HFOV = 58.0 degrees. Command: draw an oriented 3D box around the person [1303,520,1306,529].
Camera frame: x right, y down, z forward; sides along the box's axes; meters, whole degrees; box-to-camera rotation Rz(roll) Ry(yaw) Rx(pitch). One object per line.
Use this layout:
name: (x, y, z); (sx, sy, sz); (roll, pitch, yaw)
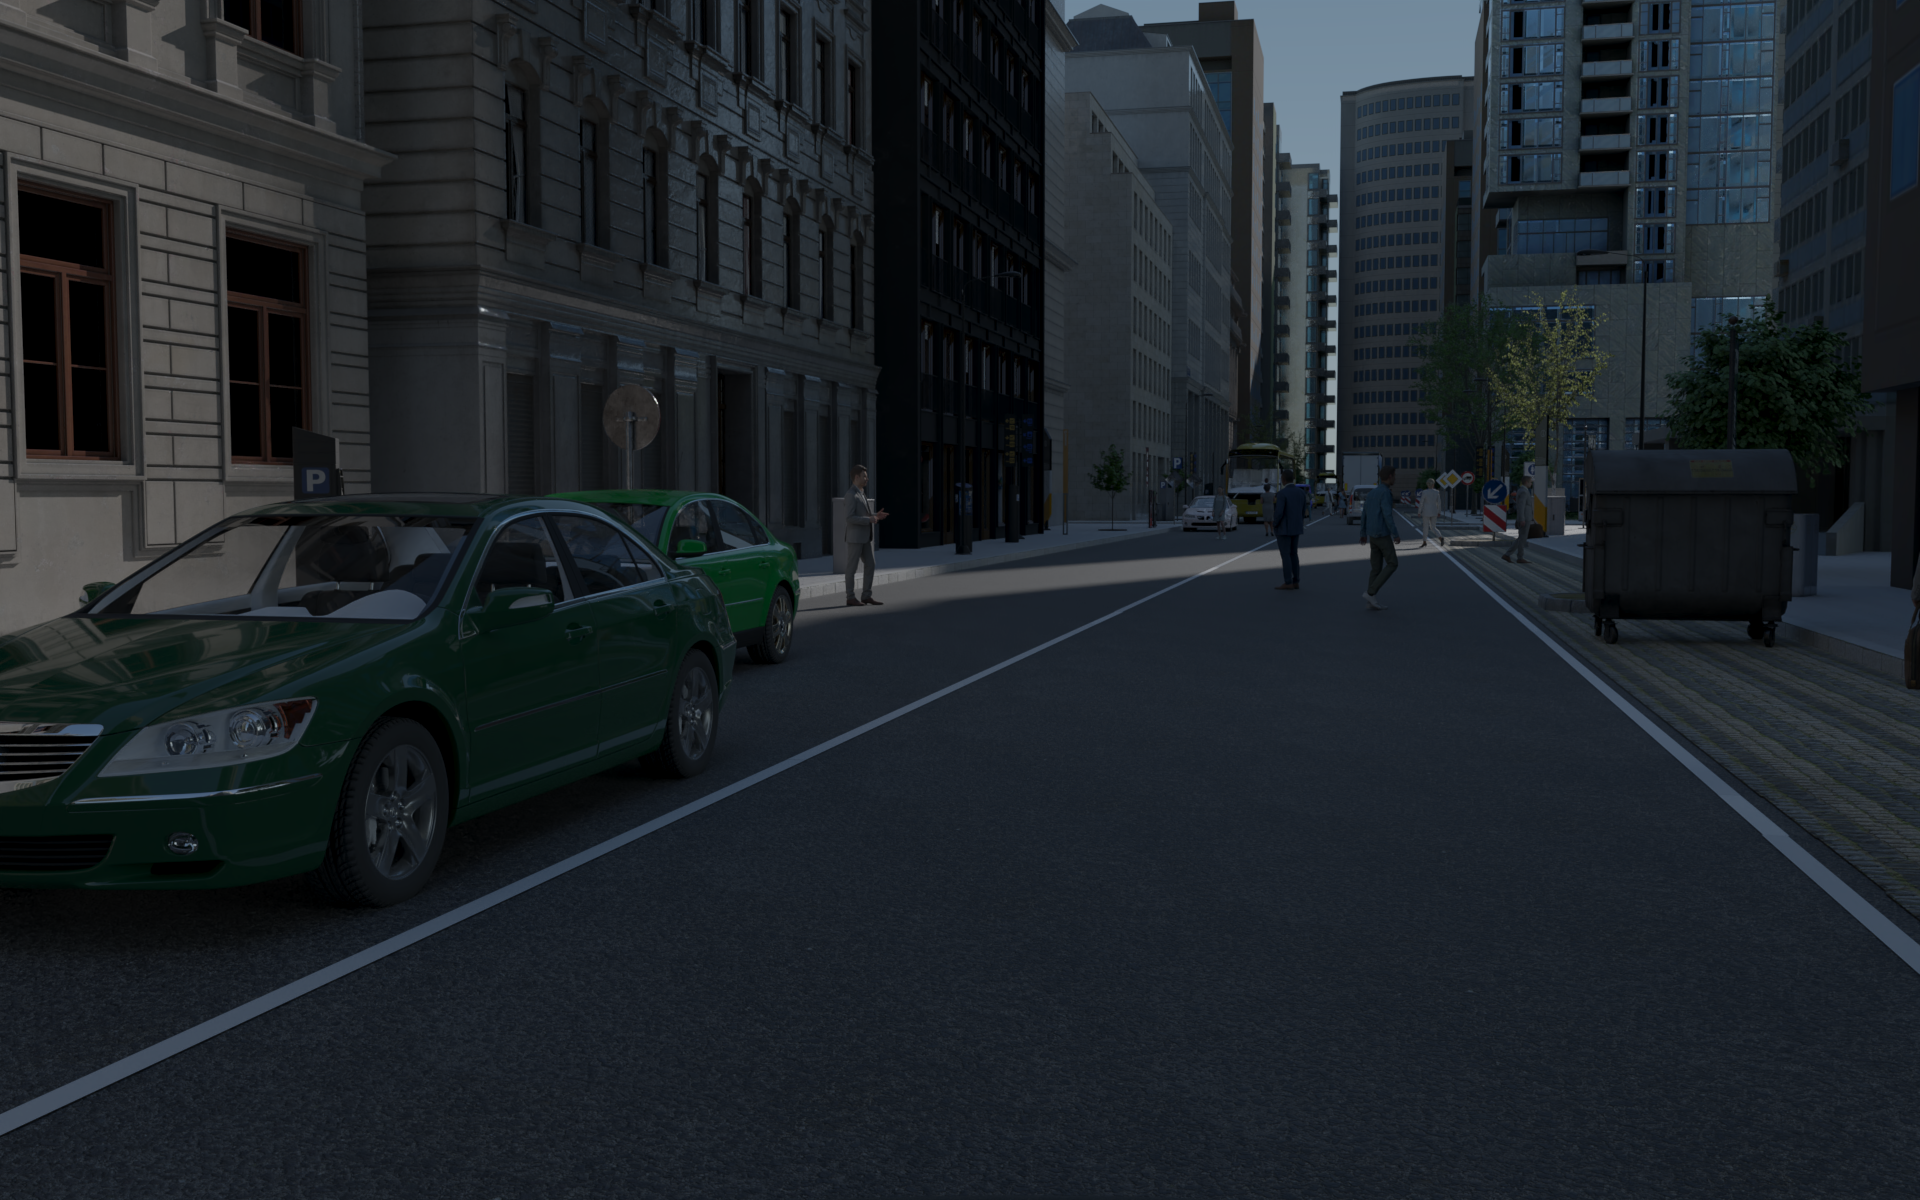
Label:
person: (13.787, -3.676, 70.405); (0.589, 1.601, 0.330); (0, 4, -5)

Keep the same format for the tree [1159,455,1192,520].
tree: (10.721, -5.609, 86.308); (1.663, 3.219, 1.824); (0, 3, 0)

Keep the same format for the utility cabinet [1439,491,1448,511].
utility cabinet: (36.021, -7.361, 129.032); (0.318, 1.500, 1.173); (0, 4, -2)

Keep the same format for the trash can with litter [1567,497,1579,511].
trash can with litter: (36.037, -5.528, 101.772); (1.055, 1.170, 0.624); (0, 4, 7)

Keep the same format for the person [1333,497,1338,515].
person: (25.818, -6.484, 119.190); (0.332, 1.250, 0.352); (-1, 4, -14)

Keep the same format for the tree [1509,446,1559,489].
tree: (38.644, -8.144, 116.867); (4.285, 4.588, 4.351); (0, 3, 0)

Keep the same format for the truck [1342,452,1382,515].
truck: (28.138, -8.073, 120.908); (2.839, 4.237, 11.283); (1, 4, 15)

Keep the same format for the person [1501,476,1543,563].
person: (11.619, -1.654, 35.669); (0.853, 1.813, 0.709); (0, 4, 8)

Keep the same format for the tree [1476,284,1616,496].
tree: (20.601, -6.744, 60.632); (4.360, 8.622, 3.978); (0, 3, 0)

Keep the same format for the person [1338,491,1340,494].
person: (38.260, -10.101, 174.469); (0.721, 1.723, 1.217); (0, 4, -6)

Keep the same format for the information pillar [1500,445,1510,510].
information pillar: (26.079, -5.600, 82.907); (0.504, 3.616, 0.183); (-2, 4, -28)

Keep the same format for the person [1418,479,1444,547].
person: (12.604, -2.318, 46.285); (0.514, 1.842, 0.818); (-2, 4, -29)

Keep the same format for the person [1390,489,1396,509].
person: (31.875, -7.324, 128.234); (0.794, 1.824, 0.713); (-2, 4, -24)

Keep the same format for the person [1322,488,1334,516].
person: (24.161, -6.441, 113.695); (0.514, 1.842, 0.818); (-3, 5, -43)

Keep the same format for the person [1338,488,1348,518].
person: (22.844, -5.793, 103.312); (0.616, 1.811, 0.778); (1, 4, 17)

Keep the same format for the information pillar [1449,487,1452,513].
information pillar: (34.075, -7.056, 119.856); (0.304, 2.012, 0.304); (0, 4, 2)

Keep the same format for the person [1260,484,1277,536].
person: (10.568, -3.066, 58.988); (0.716, 1.782, 0.532); (0, 4, 3)

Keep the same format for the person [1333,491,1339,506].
person: (37.620, -10.011, 172.900); (1.217, 1.735, 0.721); (-2, 4, -28)

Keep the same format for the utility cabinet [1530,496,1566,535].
utility cabinet: (18.385, -2.632, 54.195); (1.020, 1.237, 0.306); (2, 4, 24)

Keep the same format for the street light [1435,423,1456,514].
street light: (31.932, -8.640, 113.802); (1.470, 5.913, 1.316); (1, 4, 13)

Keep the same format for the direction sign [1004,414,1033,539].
direction sign: (1.666, -3.497, 49.178); (0.876, 3.537, 0.379); (-1, 4, -20)

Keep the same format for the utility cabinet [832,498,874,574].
utility cabinet: (-1.727, -1.044, 28.235); (0.306, 1.237, 1.020); (1, 4, 21)

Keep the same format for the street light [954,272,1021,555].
street light: (0.592, -3.907, 36.422); (1.470, 5.913, 1.316); (1, 4, 13)

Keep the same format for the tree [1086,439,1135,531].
tree: (5.452, -4.043, 60.710); (1.663, 3.219, 1.824); (0, 3, 0)

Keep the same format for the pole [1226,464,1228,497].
pole: (18.396, -7.673, 119.302); (0.158, 3.312, 0.155); (0, 3, 0)

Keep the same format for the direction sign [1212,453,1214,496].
direction sign: (13.843, -6.287, 94.796); (0.379, 3.537, 0.876); (0, 4, 6)

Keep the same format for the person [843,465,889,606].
person: (-1.219, -0.825, 22.194); (0.583, 1.804, 0.606); (1, 4, 10)

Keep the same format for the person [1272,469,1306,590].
person: (4.946, -1.058, 25.973); (0.721, 1.800, 0.419); (-3, 5, -43)

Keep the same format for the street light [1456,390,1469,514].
street light: (23.112, -6.410, 77.338); (1.470, 5.913, 1.316); (1, 4, 13)

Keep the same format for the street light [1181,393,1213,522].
street light: (10.989, -6.577, 80.075); (1.470, 5.913, 1.316); (1, 4, 13)

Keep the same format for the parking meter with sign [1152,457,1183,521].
parking meter with sign: (9.756, -5.226, 81.710); (1.738, 3.016, 0.543); (-3, 5, -45)

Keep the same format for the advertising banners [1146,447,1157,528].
advertising banners: (7.200, -4.227, 65.304); (0.090, 3.025, 2.074); (1, 4, 18)

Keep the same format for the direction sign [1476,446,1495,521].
direction sign: (24.765, -5.487, 81.711); (0.876, 3.537, 0.379); (2, 4, 32)

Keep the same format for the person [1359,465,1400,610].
person: (5.166, -0.767, 21.391); (0.444, 1.785, 0.601); (0, 4, -7)

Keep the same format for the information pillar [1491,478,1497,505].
information pillar: (24.618, -4.623, 80.081); (0.304, 2.012, 0.304); (-1, 4, -10)

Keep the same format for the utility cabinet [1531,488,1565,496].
utility cabinet: (22.327, -3.494, 65.811); (1.173, 1.500, 0.318); (0, 4, -1)

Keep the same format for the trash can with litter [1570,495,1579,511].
trash can with litter: (30.713, -4.684, 87.636); (2.233, 1.210, 1.678); (1, 4, 20)

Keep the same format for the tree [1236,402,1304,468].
tree: (23.801, -11.327, 135.552); (4.737, 8.622, 4.395); (0, 3, 0)

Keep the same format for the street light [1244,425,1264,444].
street light: (19.759, -8.833, 116.955); (1.470, 5.913, 1.316); (1, 4, 13)

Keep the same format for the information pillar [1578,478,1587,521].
information pillar: (29.186, -4.692, 81.202); (0.304, 2.012, 0.304); (2, 4, 27)

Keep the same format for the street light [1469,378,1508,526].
street light: (21.281, -5.931, 69.516); (1.470, 5.913, 1.316); (1, 4, 13)

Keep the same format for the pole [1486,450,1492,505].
pole: (24.367, -5.254, 79.743); (0.158, 3.312, 0.155); (0, 3, 0)

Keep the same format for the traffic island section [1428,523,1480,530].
traffic island section: (19.887, -2.917, 69.975); (2.009, 0.180, 2.903); (1, 4, 13)

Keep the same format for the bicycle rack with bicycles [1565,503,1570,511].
bicycle rack with bicycles: (37.101, -5.634, 105.500); (2.852, 0.926, 2.925); (0, 4, -5)

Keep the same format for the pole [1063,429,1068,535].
pole: (3.321, -3.710, 54.504); (0.158, 3.312, 0.155); (0, 3, 0)

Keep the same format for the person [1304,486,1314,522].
person: (17.585, -4.854, 87.842); (0.713, 1.824, 0.794); (-1, 4, -21)

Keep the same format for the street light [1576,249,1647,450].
street light: (12.380, -3.690, 32.881); (1.470, 5.913, 1.316); (1, 4, 13)

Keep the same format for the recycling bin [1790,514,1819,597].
recycling bin: (10.434, -0.578, 22.012); (0.722, 1.027, 0.722); (3, 5, 40)

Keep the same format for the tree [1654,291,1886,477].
tree: (13.085, -2.718, 28.154); (4.285, 4.588, 4.351); (0, 3, 0)

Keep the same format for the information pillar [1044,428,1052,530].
information pillar: (3.090, -4.268, 61.139); (0.183, 3.616, 0.504); (-2, 4, -24)

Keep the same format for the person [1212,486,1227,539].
person: (8.257, -2.780, 54.955); (0.512, 1.701, 0.522); (2, 4, 31)

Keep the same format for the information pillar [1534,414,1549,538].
information pillar: (17.201, -3.661, 51.218); (0.183, 3.616, 0.504); (-2, 4, -24)

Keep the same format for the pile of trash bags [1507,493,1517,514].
pile of trash bags: (33.965, -5.839, 105.227); (1.912, 1.369, 3.447); (0, 4, 4)

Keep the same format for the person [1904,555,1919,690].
person: (4.884, 0.027, 8.185); (0.709, 1.813, 0.853); (1, 4, 20)

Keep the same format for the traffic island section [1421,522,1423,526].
traffic island section: (21.752, -3.392, 77.740); (2.009, 0.180, 2.903); (1, 4, 13)

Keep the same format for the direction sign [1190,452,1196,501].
direction sign: (12.591, -6.216, 93.633); (0.379, 3.537, 0.876); (2, 4, 29)
